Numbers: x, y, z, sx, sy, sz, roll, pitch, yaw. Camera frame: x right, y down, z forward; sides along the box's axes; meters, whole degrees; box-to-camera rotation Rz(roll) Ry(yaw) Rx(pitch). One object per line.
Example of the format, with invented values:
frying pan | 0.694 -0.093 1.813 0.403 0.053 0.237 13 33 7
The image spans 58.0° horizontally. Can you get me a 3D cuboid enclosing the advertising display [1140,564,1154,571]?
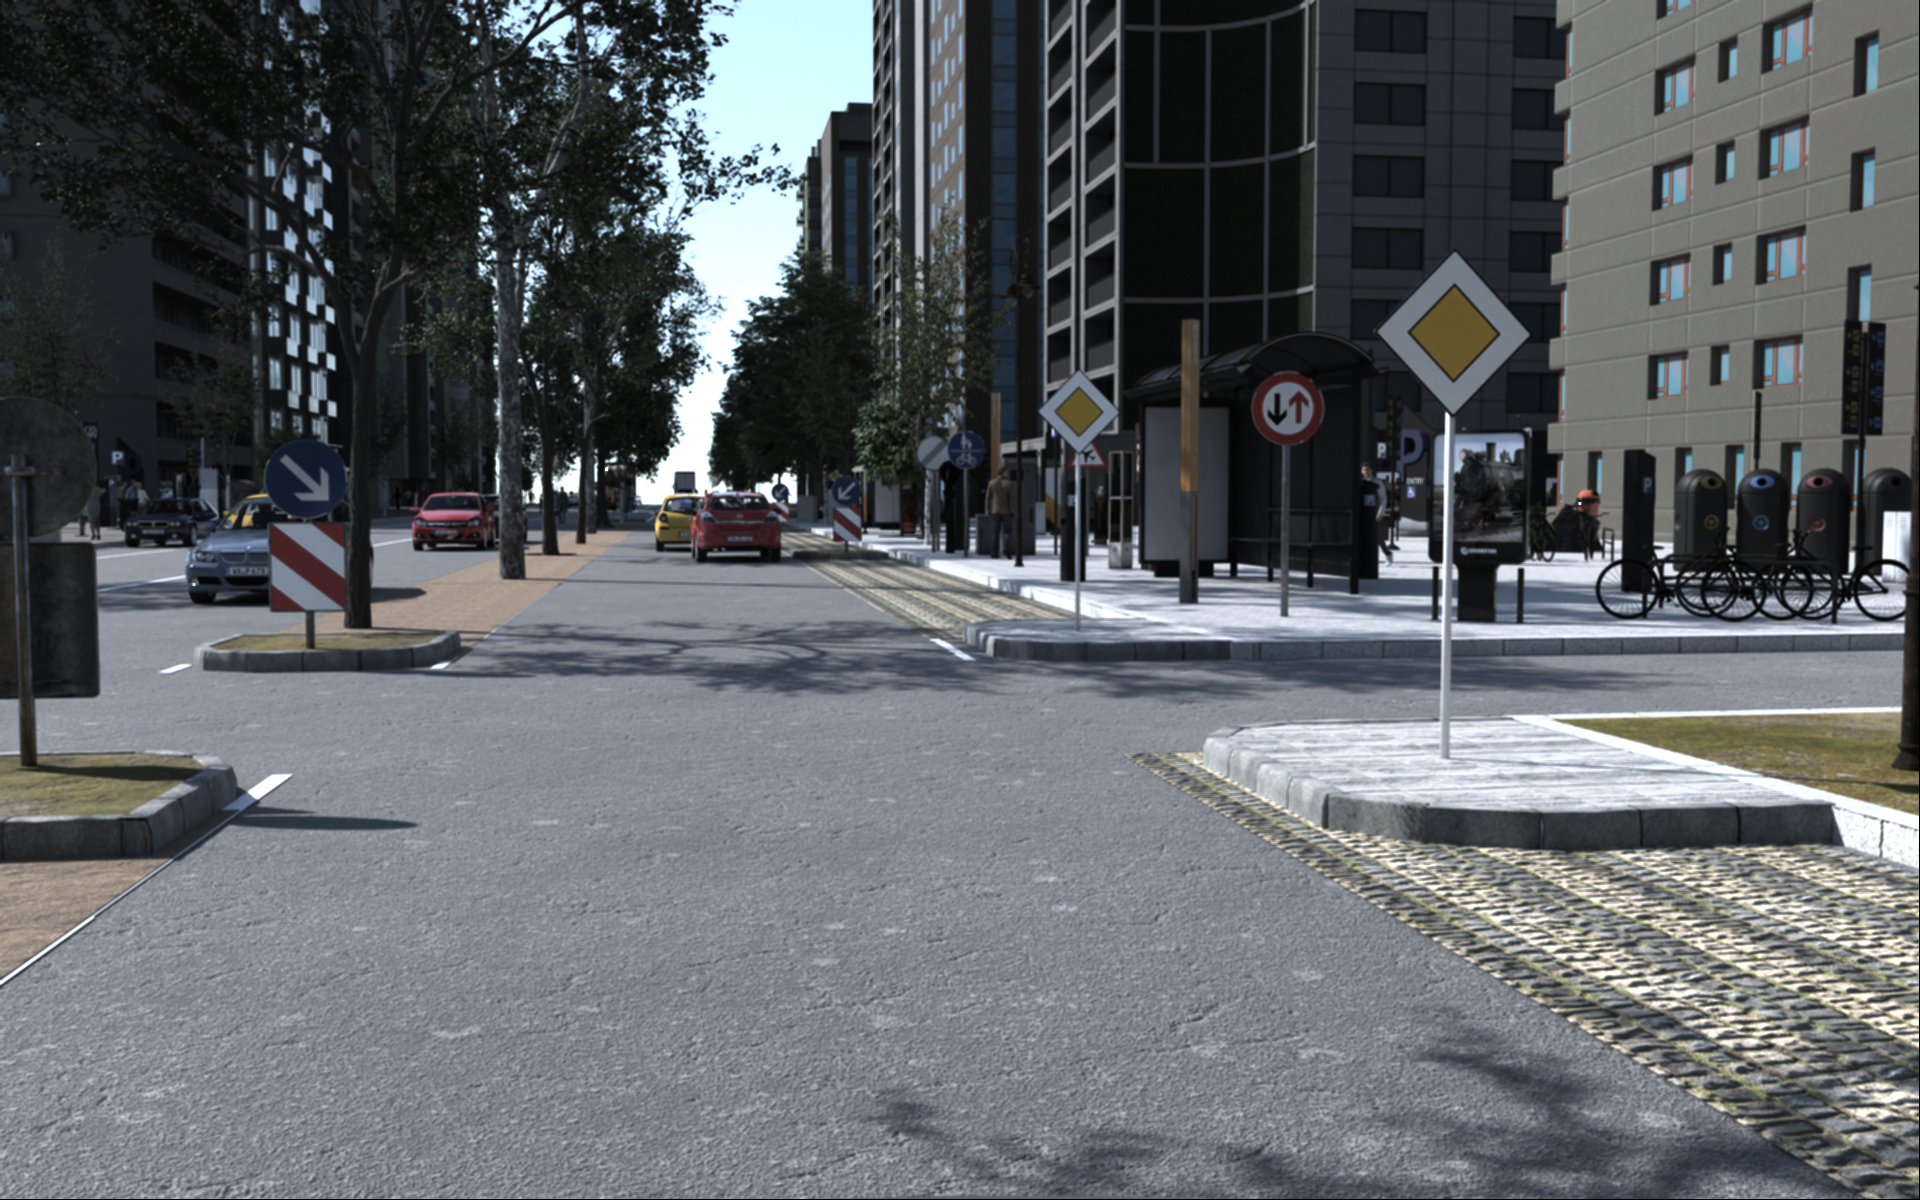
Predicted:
advertising display | 3.190 -1.445 28.844 0.123 1.923 0.974 -1 4 -13

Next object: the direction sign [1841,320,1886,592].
direction sign | 11.881 -1.886 22.836 0.876 3.537 0.379 -2 4 -31

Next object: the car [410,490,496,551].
car | -13.224 -2.222 45.364 2.155 1.783 4.494 -1 4 -10

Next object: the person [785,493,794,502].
person | -15.441 -9.066 154.239 1.348 1.831 0.705 -2 4 -32

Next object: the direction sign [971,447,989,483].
direction sign | 0.954 -5.573 83.108 0.876 3.537 0.379 -1 4 -15

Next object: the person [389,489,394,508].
person | -50.973 -9.090 155.386 1.217 1.735 0.721 -3 4 -37

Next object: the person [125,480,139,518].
person | -29.080 -3.332 60.868 0.444 1.785 0.601 2 4 25

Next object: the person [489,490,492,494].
person | -45.256 -9.695 167.153 0.705 1.807 1.348 1 4 18

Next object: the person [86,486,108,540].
person | -24.445 -2.600 48.903 0.532 1.782 0.716 3 4 36

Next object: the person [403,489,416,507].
person | -55.233 -10.248 173.583 1.348 1.826 0.705 -2 4 -32

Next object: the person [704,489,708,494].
person | -20.519 -8.035 139.833 1.348 1.831 0.705 -3 4 -38

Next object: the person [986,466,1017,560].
person | 0.855 -1.724 34.134 0.656 1.842 0.836 -1 4 -13

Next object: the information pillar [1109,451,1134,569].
information pillar | 2.755 -1.539 29.662 0.304 2.012 0.304 3 5 43

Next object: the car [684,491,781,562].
car | -4.949 -1.768 37.946 2.155 1.783 4.494 -1 4 -11

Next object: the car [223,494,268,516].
car | -16.759 -1.959 42.251 2.015 1.641 3.980 -1 4 -9

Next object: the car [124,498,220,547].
car | -21.870 -2.176 48.159 1.945 1.354 3.894 -1 4 -9

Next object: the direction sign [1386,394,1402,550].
direction sign | 9.950 -2.923 39.790 0.379 3.537 0.876 2 4 34

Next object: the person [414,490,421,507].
person | -54.788 -10.287 174.896 0.621 1.740 0.551 -1 4 -14

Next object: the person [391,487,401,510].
person | -44.024 -7.938 135.467 1.348 1.869 0.705 3 5 42

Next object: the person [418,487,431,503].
person | -41.888 -7.940 135.957 1.348 1.812 0.705 0 3 0

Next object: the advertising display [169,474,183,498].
advertising display | -24.851 -3.047 55.040 0.123 1.923 0.974 -1 4 -14

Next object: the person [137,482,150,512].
person | -31.255 -3.643 66.270 0.731 1.740 0.598 -2 4 -27

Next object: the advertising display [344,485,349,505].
advertising display | -28.866 -4.664 81.471 0.123 1.923 0.974 -1 4 -15

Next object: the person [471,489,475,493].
person | -43.918 -9.129 156.216 0.541 1.710 0.530 1 4 9

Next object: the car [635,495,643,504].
car | -45.095 -13.947 240.398 2.083 1.381 4.827 0 4 -8

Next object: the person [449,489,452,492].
person | -43.919 -8.731 149.520 1.217 1.735 0.721 2 4 25

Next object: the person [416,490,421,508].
person | -52.074 -9.671 166.575 0.705 1.831 1.348 0 4 -6

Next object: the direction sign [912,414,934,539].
direction sign | -1.050 -3.493 49.102 0.379 3.537 0.876 -3 5 -42

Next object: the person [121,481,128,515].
person | -35.972 -4.190 74.463 0.656 1.842 0.836 2 4 27

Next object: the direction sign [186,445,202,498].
direction sign | -35.277 -5.377 79.906 0.876 3.537 0.379 1 4 15

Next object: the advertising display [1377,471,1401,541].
advertising display | 11.659 -2.604 47.790 0.974 1.923 0.123 0 4 -3

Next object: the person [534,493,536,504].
person | -57.735 -13.818 235.185 0.599 1.433 0.991 0 4 -3

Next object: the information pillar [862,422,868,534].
information pillar | -3.066 -3.951 55.955 0.183 3.616 0.504 0 4 -5

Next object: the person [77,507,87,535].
person | -27.438 -2.941 54.217 0.616 1.811 0.778 -3 4 -37

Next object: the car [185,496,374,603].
car | -9.451 -0.756 24.363 2.014 1.417 4.499 -1 4 -8

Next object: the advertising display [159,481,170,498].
advertising display | -39.045 -4.902 85.355 0.974 1.923 0.123 1 4 19

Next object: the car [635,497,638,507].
car | -37.491 -11.419 196.283 1.945 1.707 3.694 -1 4 -9

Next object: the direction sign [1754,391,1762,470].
direction sign | 17.733 -2.848 38.560 0.379 3.537 0.876 2 4 30

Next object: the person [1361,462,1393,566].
person | 7.317 -1.519 30.723 0.795 1.843 0.661 -2 4 -35

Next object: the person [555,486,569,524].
person | -19.388 -4.627 84.257 0.694 1.812 0.767 0 4 -5

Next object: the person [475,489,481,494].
person | -42.994 -9.036 154.470 1.217 1.739 0.721 -2 4 -27

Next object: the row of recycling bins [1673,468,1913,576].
row of recycling bins | 13.452 -1.282 28.066 3.534 1.692 1.069 2 4 29

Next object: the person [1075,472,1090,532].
person | 2.862 -2.184 41.714 0.622 1.834 0.822 2 4 28

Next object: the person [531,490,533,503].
person | -59.838 -14.443 242.180 0.705 1.824 1.348 1 4 11

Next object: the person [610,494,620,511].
person | -28.633 -8.061 143.559 1.065 1.426 0.557 1 4 10

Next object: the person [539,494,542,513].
person | -31.976 -7.371 132.272 0.557 1.426 1.065 0 4 2

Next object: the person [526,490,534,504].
person | -56.086 -13.452 225.989 0.705 1.823 1.348 3 5 45

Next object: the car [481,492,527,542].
car | -13.715 -2.509 50.816 2.009 1.686 4.222 -1 4 -9

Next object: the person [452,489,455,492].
person | -46.731 -9.373 159.963 0.621 1.740 0.551 0 4 -2

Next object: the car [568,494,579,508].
car | -40.566 -10.470 182.981 2.131 1.459 4.920 0 4 -8

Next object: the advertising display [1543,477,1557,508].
advertising display | 21.959 -3.592 63.940 0.974 1.923 0.123 -1 4 -20

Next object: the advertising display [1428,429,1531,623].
advertising display | 5.213 -0.746 17.418 0.974 1.923 0.123 2 4 31

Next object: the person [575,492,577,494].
person | -45.995 -12.114 207.343 1.217 1.735 0.721 1 4 22

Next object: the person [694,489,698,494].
person | -21.545 -8.117 141.221 0.705 1.824 1.348 -1 4 -11

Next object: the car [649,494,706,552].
car | -7.009 -2.109 44.700 2.015 1.641 3.980 -1 4 -10

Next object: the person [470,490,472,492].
person | -53.449 -11.197 189.191 1.350 1.814 0.705 -2 4 -35

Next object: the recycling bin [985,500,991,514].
recycling bin | 1.495 -3.874 75.889 0.722 1.027 0.722 1 4 9

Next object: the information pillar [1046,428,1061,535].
information pillar | 2.949 -3.863 54.512 0.504 3.616 0.183 1 4 12

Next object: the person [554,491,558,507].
person | -43.405 -10.813 185.959 0.551 1.740 0.621 3 4 36
